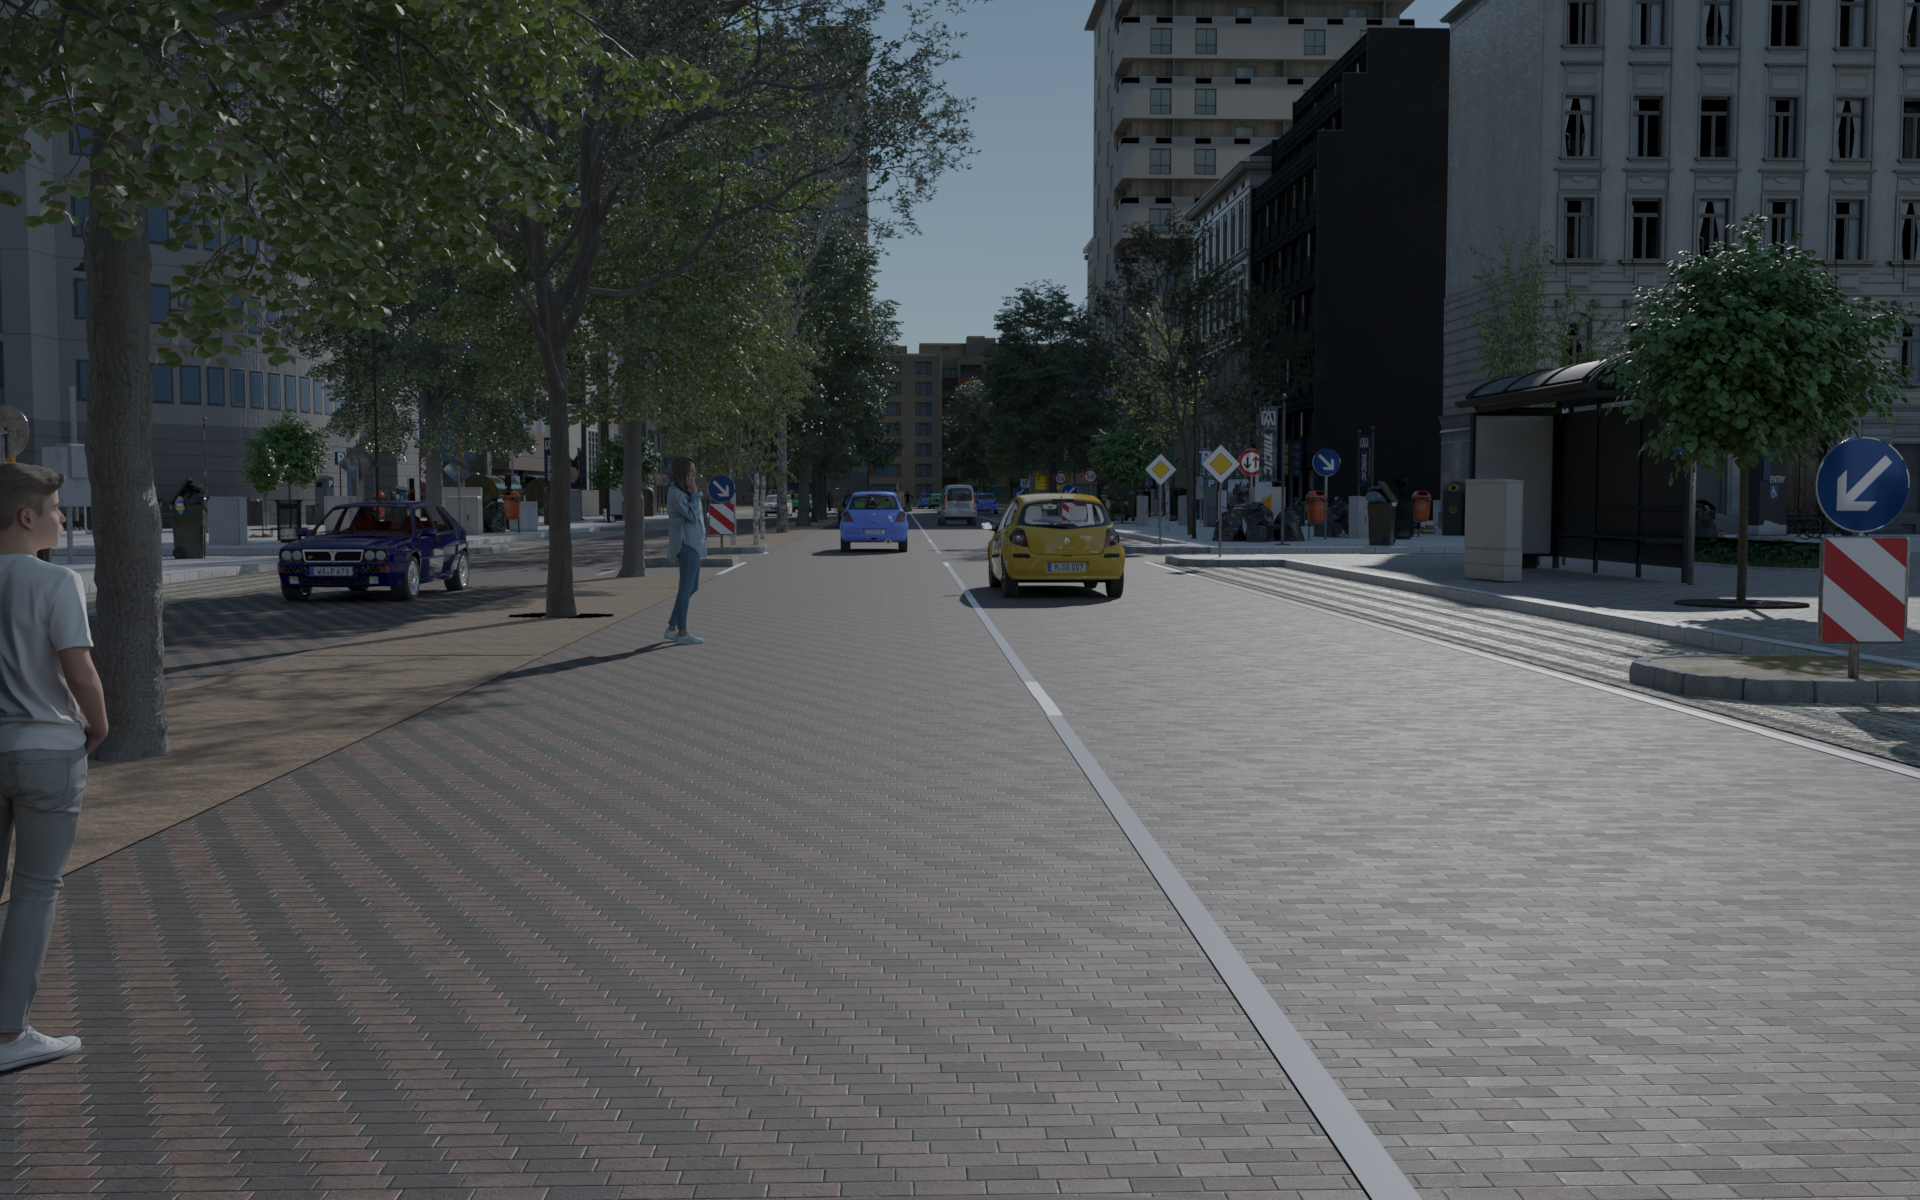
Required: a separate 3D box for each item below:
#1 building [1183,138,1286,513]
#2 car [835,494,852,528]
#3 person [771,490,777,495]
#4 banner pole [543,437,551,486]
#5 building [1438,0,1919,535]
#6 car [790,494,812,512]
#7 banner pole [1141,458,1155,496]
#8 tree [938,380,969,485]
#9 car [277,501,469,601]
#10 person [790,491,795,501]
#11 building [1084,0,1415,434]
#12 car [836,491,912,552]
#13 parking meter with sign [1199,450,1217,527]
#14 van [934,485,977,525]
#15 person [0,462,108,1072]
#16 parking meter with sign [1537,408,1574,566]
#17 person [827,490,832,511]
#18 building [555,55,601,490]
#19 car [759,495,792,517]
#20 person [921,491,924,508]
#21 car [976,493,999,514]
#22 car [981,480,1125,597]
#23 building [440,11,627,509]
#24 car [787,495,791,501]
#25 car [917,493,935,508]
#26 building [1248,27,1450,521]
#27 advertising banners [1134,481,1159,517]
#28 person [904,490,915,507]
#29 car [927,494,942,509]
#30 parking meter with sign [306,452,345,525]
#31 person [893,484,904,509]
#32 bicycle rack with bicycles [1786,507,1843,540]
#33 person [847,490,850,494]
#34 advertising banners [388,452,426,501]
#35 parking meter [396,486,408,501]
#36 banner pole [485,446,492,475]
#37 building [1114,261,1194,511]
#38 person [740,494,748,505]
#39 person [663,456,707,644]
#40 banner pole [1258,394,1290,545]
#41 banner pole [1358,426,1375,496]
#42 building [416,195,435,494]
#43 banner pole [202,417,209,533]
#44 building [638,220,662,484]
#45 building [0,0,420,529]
[{"bbox_3d":[20.967,-17.109,108.609,11.050,23.489,19.941,0,4,-2],"label":"building"},{"bbox_3d":[-4.427,-4.010,75.350,2.009,1.686,4.222,0,4,-3],"label":"car"},{"bbox_3d":[-13.194,-6.989,123.494,1.217,1.743,0.721,2,4,29],"label":"person"},{"bbox_3d":[-15.716,-4.719,67.173,0.863,3.779,0.401,0,4,-8],"label":"banner pole"},{"bbox_3d":[26.752,-12.835,59.008,18.267,20.994,9.793,0,4,-2],"label":"building"},{"bbox_3d":[-12.529,-7.882,137.662,1.959,1.807,4.718,0,4,-2],"label":"car"},{"bbox_3d":[11.439,-7.036,105.052,0.863,3.779,0.401,-1,4,-13],"label":"banner pole"},{"bbox_3d":[2.204,-17.097,186.195,9.857,13.997,8.962,0,3,0],"label":"tree"},{"bbox_3d":[-8.214,-0.727,24.470,1.945,1.354,3.894,0,4,-1],"label":"car"},{"bbox_3d":[-14.945,-8.860,153.880,0.721,1.766,1.217,-2,4,-23],"label":"person"},{"bbox_3d":[27.814,-35.484,169.402,28.713,52.752,27.495,0,4,-2],"label":"building"},{"bbox_3d":[-2.180,-2.103,43.970,1.945,1.707,3.694,0,4,-3],"label":"car"},{"bbox_3d":[9.766,-4.379,67.851,0.543,3.016,1.738,0,4,-1],"label":"parking meter with sign"},{"bbox_3d":[-0.149,-4.493,80.474,2.013,2.044,4.112,0,4,-4],"label":"van"},{"bbox_3d":[-2.422,0.412,4.359,0.503,1.515,0.523,-2,4,-27],"label":"person"},{"bbox_3d":[10.056,-2.134,31.156,1.738,3.016,0.543,0,4,3],"label":"parking meter with sign"},{"bbox_3d":[-11.042,-8.407,146.089,0.705,1.807,1.348,1,4,19],"label":"person"},{"bbox_3d":[-39.336,-50.005,130.253,22.319,86.520,31.000,0,4,-2],"label":"building"},{"bbox_3d":[-11.711,-5.995,110.374,2.083,1.381,4.827,0,4,-2],"label":"car"},{"bbox_3d":[-3.896,-10.481,180.411,0.434,1.755,0.990,1,4,11],"label":"person"},{"bbox_3d":[1.834,-6.958,123.346,1.945,1.707,3.694,0,4,-1],"label":"car"},{"bbox_3d":[1.350,-0.935,25.513,2.015,1.641,3.980,0,4,-3],"label":"car"},{"bbox_3d":[-37.253,-30.839,154.321,14.600,45.320,14.200,0,4,-2],"label":"building"},{"bbox_3d":[-16.529,-9.147,161.918,2.083,1.381,4.827,0,4,-3],"label":"car"},{"bbox_3d":[-3.458,-10.281,177.683,1.945,1.707,3.694,0,4,-3],"label":"car"},{"bbox_3d":[22.910,-15.972,90.816,12.332,23.373,15.834,0,4,-2],"label":"building"},{"bbox_3d":[10.337,-6.105,95.997,2.074,3.025,0.090,-1,4,-20],"label":"advertising banners"},{"bbox_3d":[-4.169,-7.925,138.902,1.217,1.723,0.721,1,4,15],"label":"person"},{"bbox_3d":[-2.184,-9.693,167.278,1.959,1.807,4.718,0,4,-3],"label":"car"},{"bbox_3d":[-26.374,-4.624,71.858,1.738,3.016,0.543,1,4,19],"label":"parking meter with sign"},{"bbox_3d":[-2.405,-3.533,66.279,0.555,1.821,0.388,-1,4,-19],"label":"person"},{"bbox_3d":[23.907,-2.215,49.602,2.852,0.926,2.925,-3,5,-44],"label":"bicycle rack with bicycles"},{"bbox_3d":[-11.866,-10.796,184.953,0.705,1.831,1.348,0,4,5],"label":"person"},{"bbox_3d":[-22.528,-4.569,70.883,0.090,3.025,2.074,2,4,32],"label":"advertising banners"},{"bbox_3d":[-18.260,-2.952,56.684,0.372,1.533,0.369,0,3,0],"label":"parking meter"},{"bbox_3d":[-24.334,-6.075,89.336,0.401,3.779,0.863,-3,5,-42],"label":"banner pole"},{"bbox_3d":[28.234,-18.175,142.208,27.650,21.520,28.899,0,4,-2],"label":"building"},{"bbox_3d":[-24.445,-11.264,195.893,0.991,1.433,0.599,-3,4,-38],"label":"person"},{"bbox_3d":[-2.647,-0.478,16.573,0.793,1.790,0.793,-3,4,-36],"label":"person"},{"bbox_3d":[7.892,-3.271,43.499,0.863,3.779,0.401,0,4,-6],"label":"banner pole"},{"bbox_3d":[15.115,-4.542,64.278,0.401,3.779,0.863,-3,4,-36],"label":"banner pole"},{"bbox_3d":[-32.721,-27.755,103.904,14.600,45.320,14.200,0,4,-2],"label":"building"},{"bbox_3d":[-24.575,-4.061,56.407,0.401,3.779,0.863,-1,4,-22],"label":"banner pole"},{"bbox_3d":[-37.753,-24.672,175.082,14.107,30.474,14.160,0,4,-2],"label":"building"},{"bbox_3d":[-38.090,-32.547,74.135,21.231,58.520,28.212,0,4,-2],"label":"building"}]
